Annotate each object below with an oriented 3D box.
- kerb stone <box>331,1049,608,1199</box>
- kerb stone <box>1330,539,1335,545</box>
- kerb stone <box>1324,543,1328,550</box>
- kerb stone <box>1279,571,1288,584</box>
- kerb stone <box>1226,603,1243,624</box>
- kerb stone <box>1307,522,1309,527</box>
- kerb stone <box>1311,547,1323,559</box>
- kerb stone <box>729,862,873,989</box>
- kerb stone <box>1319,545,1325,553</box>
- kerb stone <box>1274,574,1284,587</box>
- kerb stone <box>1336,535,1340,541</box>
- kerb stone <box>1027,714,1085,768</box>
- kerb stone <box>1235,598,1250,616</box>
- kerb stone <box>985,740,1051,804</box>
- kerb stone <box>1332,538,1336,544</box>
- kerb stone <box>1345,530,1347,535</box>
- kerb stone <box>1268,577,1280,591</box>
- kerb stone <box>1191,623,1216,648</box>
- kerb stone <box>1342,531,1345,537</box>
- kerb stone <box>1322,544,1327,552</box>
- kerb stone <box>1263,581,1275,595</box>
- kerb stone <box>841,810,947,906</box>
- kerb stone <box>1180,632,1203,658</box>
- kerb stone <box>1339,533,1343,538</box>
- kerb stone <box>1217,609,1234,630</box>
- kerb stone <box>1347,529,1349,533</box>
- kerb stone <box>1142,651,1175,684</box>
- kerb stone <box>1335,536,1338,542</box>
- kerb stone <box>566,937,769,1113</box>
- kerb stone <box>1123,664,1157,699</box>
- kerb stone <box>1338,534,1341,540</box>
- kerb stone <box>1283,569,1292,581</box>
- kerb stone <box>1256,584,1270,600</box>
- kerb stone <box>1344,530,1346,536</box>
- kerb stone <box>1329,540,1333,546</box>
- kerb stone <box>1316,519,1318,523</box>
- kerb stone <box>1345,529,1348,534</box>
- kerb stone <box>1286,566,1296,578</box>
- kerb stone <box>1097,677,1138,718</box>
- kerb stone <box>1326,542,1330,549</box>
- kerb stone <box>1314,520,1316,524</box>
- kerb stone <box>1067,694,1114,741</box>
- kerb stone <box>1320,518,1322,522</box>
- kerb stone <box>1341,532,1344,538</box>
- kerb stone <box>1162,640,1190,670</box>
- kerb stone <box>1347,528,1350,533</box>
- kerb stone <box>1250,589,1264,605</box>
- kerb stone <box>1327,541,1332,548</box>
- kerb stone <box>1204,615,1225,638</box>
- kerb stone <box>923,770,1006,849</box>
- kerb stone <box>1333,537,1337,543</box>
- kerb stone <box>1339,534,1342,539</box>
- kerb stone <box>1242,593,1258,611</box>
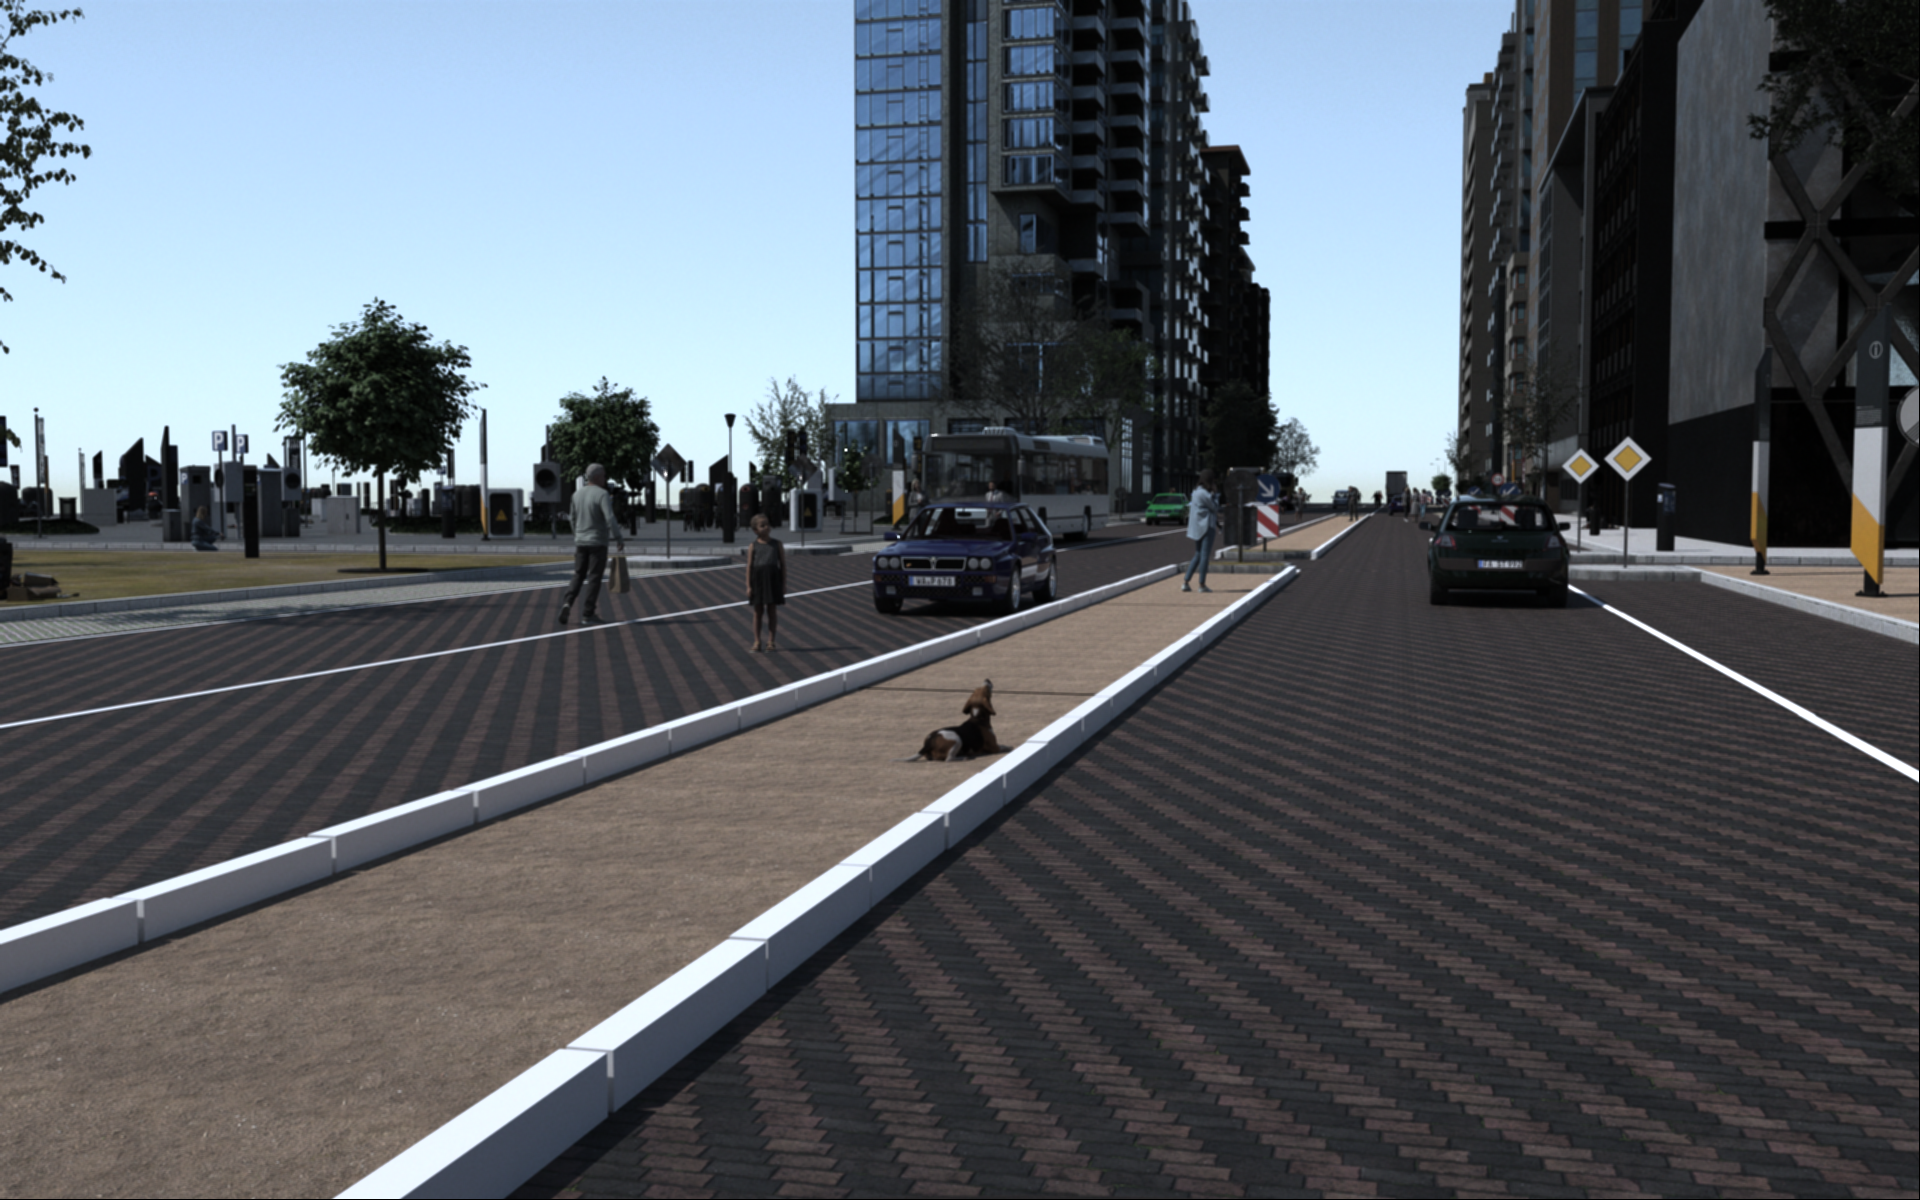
[{"bbox_3d":[-0.991,1.143,3.510,0.120,0.150,1.000,1,4,14],"label":"kerb stone"},{"bbox_3d":[9.972,-1.497,46.768,0.120,0.150,1.000,1,4,14],"label":"kerb stone"},{"bbox_3d":[8.958,-1.257,42.798,0.120,0.150,1.000,1,4,14],"label":"kerb stone"},{"bbox_3d":[5.059,-0.317,27.385,0.120,0.150,1.000,1,4,14],"label":"kerb stone"},{"bbox_3d":[3.046,0.169,19.434,0.120,0.150,1.000,1,4,14],"label":"kerb stone"},{"bbox_3d":[14.729,-3.173,74.123,0.120,0.150,1.000,1,4,14],"label":"kerb stone"},{"bbox_3d":[8.207,-1.077,39.808,0.120,0.150,1.000,1,4,14],"label":"kerb stone"},{"bbox_3d":[-0.490,1.021,5.497,0.120,0.150,1.000,1,4,14],"label":"kerb stone"},{"bbox_3d":[8.455,-1.136,40.803,0.120,0.150,1.000,1,4,14],"label":"kerb stone"},{"bbox_3d":[4.807,-0.256,26.393,0.120,0.150,1.000,1,4,14],"label":"kerb stone"},{"bbox_3d":[10.971,-1.746,50.741,0.120,0.150,1.000,1,4,14],"label":"kerb stone"},{"bbox_3d":[0.522,0.778,9.478,0.120,0.150,1.000,1,4,14],"label":"kerb stone"},{"bbox_3d":[3.294,0.109,20.437,0.120,0.150,1.000,1,4,14],"label":"kerb stone"},{"bbox_3d":[0.274,0.843,8.474,0.120,0.150,1.000,1,4,14],"label":"kerb stone"},{"bbox_3d":[10.218,-1.562,47.759,0.120,0.150,1.000,1,4,14],"label":"kerb stone"},{"bbox_3d":[12.737,-2.171,57.692,0.120,0.150,1.000,1,4,14],"label":"kerb stone"},{"bbox_3d":[4.557,-0.196,25.395,0.120,0.150,1.000,1,4,14],"label":"kerb stone"},{"bbox_3d":[2.291,0.352,16.445,0.120,0.150,1.000,1,4,14],"label":"kerb stone"},{"bbox_3d":[12.227,-2.047,55.712,0.120,0.150,1.000,1,4,14],"label":"kerb stone"},{"bbox_3d":[8.711,-1.196,41.800,0.120,0.150,1.000,1,4,14],"label":"kerb stone"},{"bbox_3d":[4.301,-0.135,24.405,0.120,0.150,1.000,1,4,14],"label":"kerb stone"},{"bbox_3d":[-0.242,0.962,6.489,0.120,0.150,1.000,1,4,14],"label":"kerb stone"},{"bbox_3d":[2.031,0.420,15.456,0.120,0.150,1.000,1,4,14],"label":"kerb stone"},{"bbox_3d":[11.721,-1.928,53.718,0.120,0.150,1.000,1,4,14],"label":"kerb stone"},{"bbox_3d":[2.786,0.234,18.435,0.120,0.150,1.000,1,4,14],"label":"kerb stone"},{"bbox_3d":[13.240,-2.290,59.686,0.120,0.150,1.000,1,4,14],"label":"kerb stone"},{"bbox_3d":[1.532,0.534,13.465,0.120,0.150,1.000,1,4,14],"label":"kerb stone"},{"bbox_3d":[10.717,-1.682,49.742,0.120,0.150,1.000,1,4,14],"label":"kerb stone"},{"bbox_3d":[-0.737,1.085,4.505,0.120,0.150,1.000,1,4,14],"label":"kerb stone"},{"bbox_3d":[1.274,0.600,12.469,0.120,0.150,1.000,1,4,14],"label":"kerb stone"},{"bbox_3d":[11.220,-1.807,51.736,0.120,0.150,1.000,1,4,14],"label":"kerb stone"},{"bbox_3d":[5.313,-0.373,28.382,0.120,0.150,1.000,1,4,14],"label":"kerb stone"},{"bbox_3d":[4.053,-0.074,23.408,0.120,0.150,1.000,1,4,14],"label":"kerb stone"},{"bbox_3d":[12.487,-2.110,56.701,0.120,0.150,1.000,1,4,14],"label":"kerb stone"},{"bbox_3d":[9.719,-1.442,45.777,0.120,0.150,1.000,1,4,14],"label":"kerb stone"},{"bbox_3d":[16.744,-3.660,82.074,0.120,0.150,1.000,1,4,14],"label":"kerb stone"},{"bbox_3d":[12.989,-2.232,58.685,0.120,0.150,1.000,1,4,14],"label":"kerb stone"},{"bbox_3d":[5.560,-0.439,29.374,0.120,0.150,1.000,1,4,14],"label":"kerb stone"},{"bbox_3d":[1.028,0.656,11.472,0.120,0.150,1.000,1,4,14],"label":"kerb stone"},{"bbox_3d":[9.203,-1.317,43.796,0.120,0.150,1.000,1,4,14],"label":"kerb stone"},{"bbox_3d":[16.247,-3.538,80.092,0.120,0.150,1.000,1,4,14],"label":"kerb stone"},{"bbox_3d":[0.775,0.718,10.480,0.120,0.150,1.000,1,4,14],"label":"kerb stone"},{"bbox_3d":[17.752,-3.900,86.044,0.120,0.150,1.000,1,4,14],"label":"kerb stone"},{"bbox_3d":[11.982,-1.989,54.718,0.120,0.150,1.000,1,4,14],"label":"kerb stone"},{"bbox_3d":[1.781,0.475,14.457,0.120,0.150,1.000,1,4,14],"label":"kerb stone"},{"bbox_3d":[13.494,-2.354,60.676,0.120,0.150,1.000,1,4,14],"label":"kerb stone"},{"bbox_3d":[3.800,-0.012,22.418,0.120,0.150,1.000,1,4,14],"label":"kerb stone"},{"bbox_3d":[9.465,-1.382,44.787,0.120,0.150,1.000,1,4,14],"label":"kerb stone"},{"bbox_3d":[2.538,0.291,17.439,0.120,0.150,1.000,1,4,14],"label":"kerb stone"},{"bbox_3d":[0.019,0.900,7.478,0.120,0.150,1.000,1,4,14],"label":"kerb stone"},{"bbox_3d":[10.475,-1.624,48.749,0.120,0.150,1.000,1,4,14],"label":"kerb stone"},{"bbox_3d":[11.475,-1.859,52.727,0.120,0.150,1.000,1,4,14],"label":"kerb stone"},{"bbox_3d":[3.551,0.047,21.426,0.120,0.150,1.000,1,4,14],"label":"kerb stone"}]
